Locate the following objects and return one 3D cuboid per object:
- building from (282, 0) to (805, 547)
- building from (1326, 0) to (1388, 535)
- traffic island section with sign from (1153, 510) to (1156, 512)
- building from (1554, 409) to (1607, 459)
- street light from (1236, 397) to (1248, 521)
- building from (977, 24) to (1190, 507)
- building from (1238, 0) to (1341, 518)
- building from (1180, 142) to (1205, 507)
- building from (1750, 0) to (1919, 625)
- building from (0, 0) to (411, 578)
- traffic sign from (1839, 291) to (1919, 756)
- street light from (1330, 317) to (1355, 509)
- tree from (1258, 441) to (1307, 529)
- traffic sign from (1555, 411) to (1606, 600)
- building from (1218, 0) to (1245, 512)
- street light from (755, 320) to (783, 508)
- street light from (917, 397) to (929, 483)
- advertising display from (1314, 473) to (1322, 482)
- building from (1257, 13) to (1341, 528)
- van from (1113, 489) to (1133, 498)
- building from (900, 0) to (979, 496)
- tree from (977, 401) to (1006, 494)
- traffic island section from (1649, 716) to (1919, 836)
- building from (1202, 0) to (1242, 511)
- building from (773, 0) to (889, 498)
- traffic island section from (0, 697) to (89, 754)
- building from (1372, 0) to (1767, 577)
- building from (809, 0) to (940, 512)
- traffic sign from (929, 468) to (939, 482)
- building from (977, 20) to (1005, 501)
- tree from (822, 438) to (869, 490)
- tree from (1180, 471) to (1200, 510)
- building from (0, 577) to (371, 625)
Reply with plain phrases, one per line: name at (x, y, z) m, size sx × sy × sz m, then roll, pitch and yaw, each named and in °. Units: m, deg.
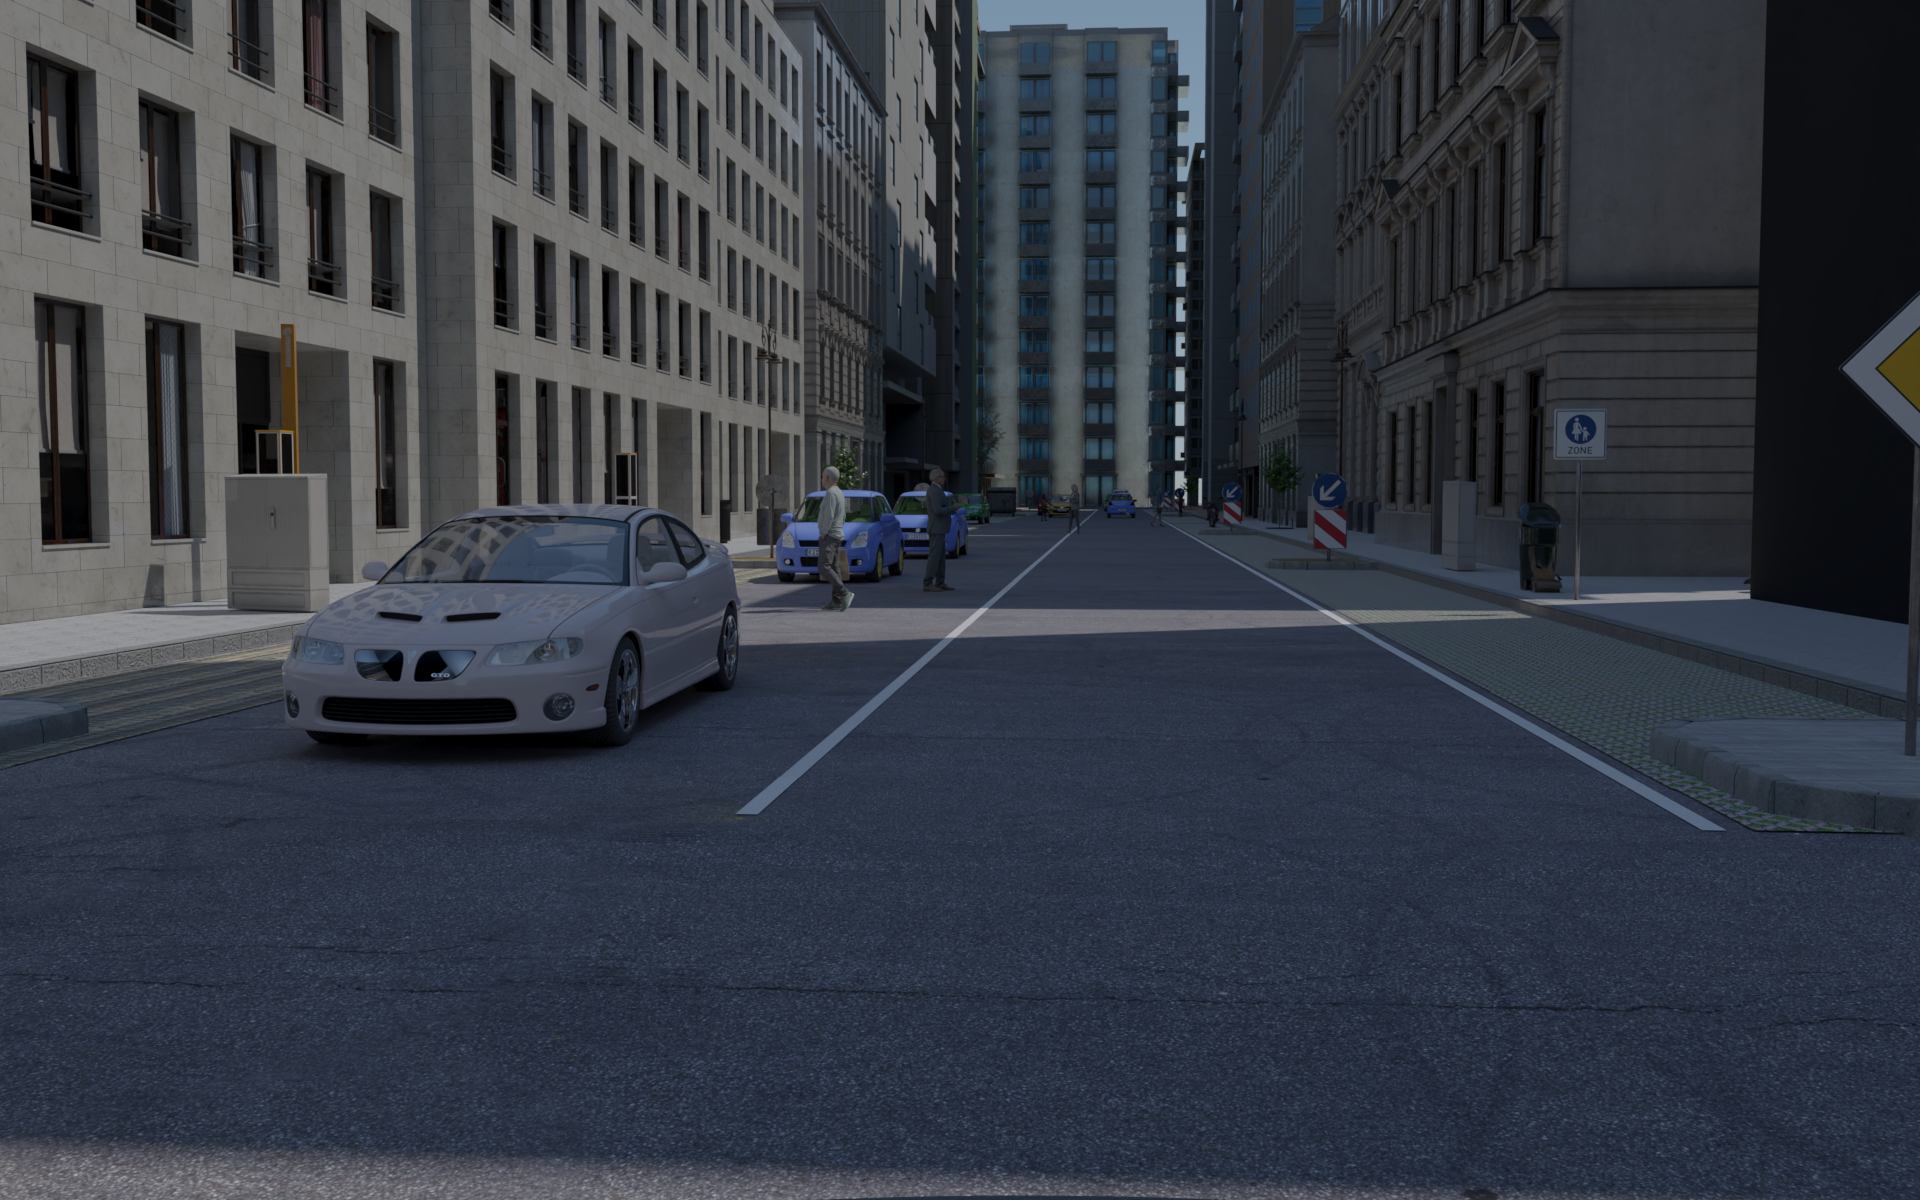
building at (-11.393, -12.101, 52.610) m, size 10.420 × 20.320 × 16.860 m, roll 0°, pitch 4°, yaw 5°
building at (17.907, -13.787, 54.302) m, size 11.050 × 23.489 × 19.941 m, roll 0°, pitch 4°, yaw 5°
traffic island section with sign at (16.266, -7.864, 137.207) m, size 1.989 × 1.847 × 2.006 m, roll 0°, pitch 4°, yaw 5°
building at (56.884, -22.978, 147.398) m, size 14.107 × 30.474 × 14.160 m, roll 0°, pitch 4°, yaw 5°
street light at (13.455, -6.723, 82.710) m, size 0.468 × 5.910 × 1.993 m, roll 0°, pitch 4°, yaw 5°
building at (8.120, -34.253, 179.651) m, size 30.456 × 49.044 × 23.786 m, roll 0°, pitch 4°, yaw 5°
building at (22.206, -26.934, 90.484) m, size 14.600 × 45.320 × 14.200 m, roll 0°, pitch 4°, yaw 5°
building at (35.612, -29.957, 181.684) m, size 23.993 × 40.220 × 32.217 m, roll 0°, pitch 4°, yaw 5°
building at (17.004, -11.254, 13.688) m, size 15.834 × 23.373 × 12.332 m, roll 0°, pitch 4°, yaw 5°
building at (-12.057, -11.072, 35.774) m, size 10.420 × 20.320 × 16.860 m, roll 0°, pitch 4°, yaw 5°
traffic sign at (4.661, -0.293, 8.438) m, size 0.795 × 2.450 × 0.064 m, roll 0°, pitch 4°, yaw 5°
street light at (10.009, -4.446, 45.474) m, size 0.468 × 5.910 × 1.993 m, roll 0°, pitch 4°, yaw 5°
tree at (11.902, -4.223, 63.652) m, size 1.663 × 3.219 × 1.824 m, roll 0°, pitch 3°, yaw 0°
traffic sign at (7.449, -1.146, 20.865) m, size 0.606 × 2.300 × 0.079 m, roll 0°, pitch 4°, yaw 8°
building at (29.448, -30.156, 112.664) m, size 23.786 × 49.044 × 30.456 m, roll 0°, pitch 4°, yaw 5°
street light at (-5.060, -4.483, 46.079) m, size 0.468 × 5.910 × 1.993 m, roll 0°, pitch 4°, yaw 5°
street light at (-1.742, -6.695, 82.258) m, size 0.468 × 5.910 × 1.993 m, roll 0°, pitch 4°, yaw 5°
advertising display at (11.205, -3.003, 54.315) m, size 0.123 × 1.923 × 0.974 m, roll 0°, pitch 4°, yaw 4°
building at (18.238, -13.732, 73.667) m, size 9.793 × 20.994 × 18.267 m, roll 0°, pitch 4°, yaw 5°
van at (14.249, -8.944, 153.250) m, size 2.013 × 2.044 × 4.112 m, roll 0°, pitch 4°, yaw 7°
building at (-6.286, -26.631, 119.010) m, size 14.154 × 41.232 × 14.086 m, roll 0°, pitch 4°, yaw 5°
tree at (1.510, -11.241, 134.145) m, size 4.360 × 8.622 × 3.978 m, roll 0°, pitch 3°, yaw 0°
traffic island section at (4.686, 0.842, 8.513) m, size 2.009 × 0.180 × 2.903 m, roll 0°, pitch 4°, yaw 5°
building at (30.617, -36.691, 141.892) m, size 21.231 × 58.520 × 28.212 m, roll 0°, pitch 4°, yaw 5°
building at (-8.930, -13.550, 70.691) m, size 9.793 × 20.994 × 18.267 m, roll 0°, pitch 4°, yaw 5°
traffic island section at (-6.261, 0.782, 9.498) m, size 2.009 × 0.180 × 2.903 m, roll 0°, pitch 4°, yaw 5°
building at (14.681, -10.425, 35.069) m, size 10.561 × 19.102 × 19.286 m, roll 0°, pitch 4°, yaw 5°
building at (-15.815, -31.158, 98.677) m, size 28.713 × 52.752 × 27.495 m, roll 0°, pitch 4°, yaw 5°
traffic sign at (-1.174, -5.174, 84.706) m, size 0.768 × 2.556 × 0.104 m, roll 1°, pitch 4°, yaw 14°
building at (-11.203, -30.292, 149.894) m, size 28.867 × 44.769 × 22.147 m, roll 0°, pitch 4°, yaw 5°
tree at (-3.907, -3.969, 59.496) m, size 1.663 × 3.219 × 1.824 m, roll 0°, pitch 3°, yaw 0°
tree at (19.014, -9.117, 143.661) m, size 1.663 × 3.219 × 1.824 m, roll 0°, pitch 3°, yaw 0°
building at (-14.352, -10.051, 19.083) m, size 10.420 × 20.320 × 16.860 m, roll 0°, pitch 4°, yaw 5°
